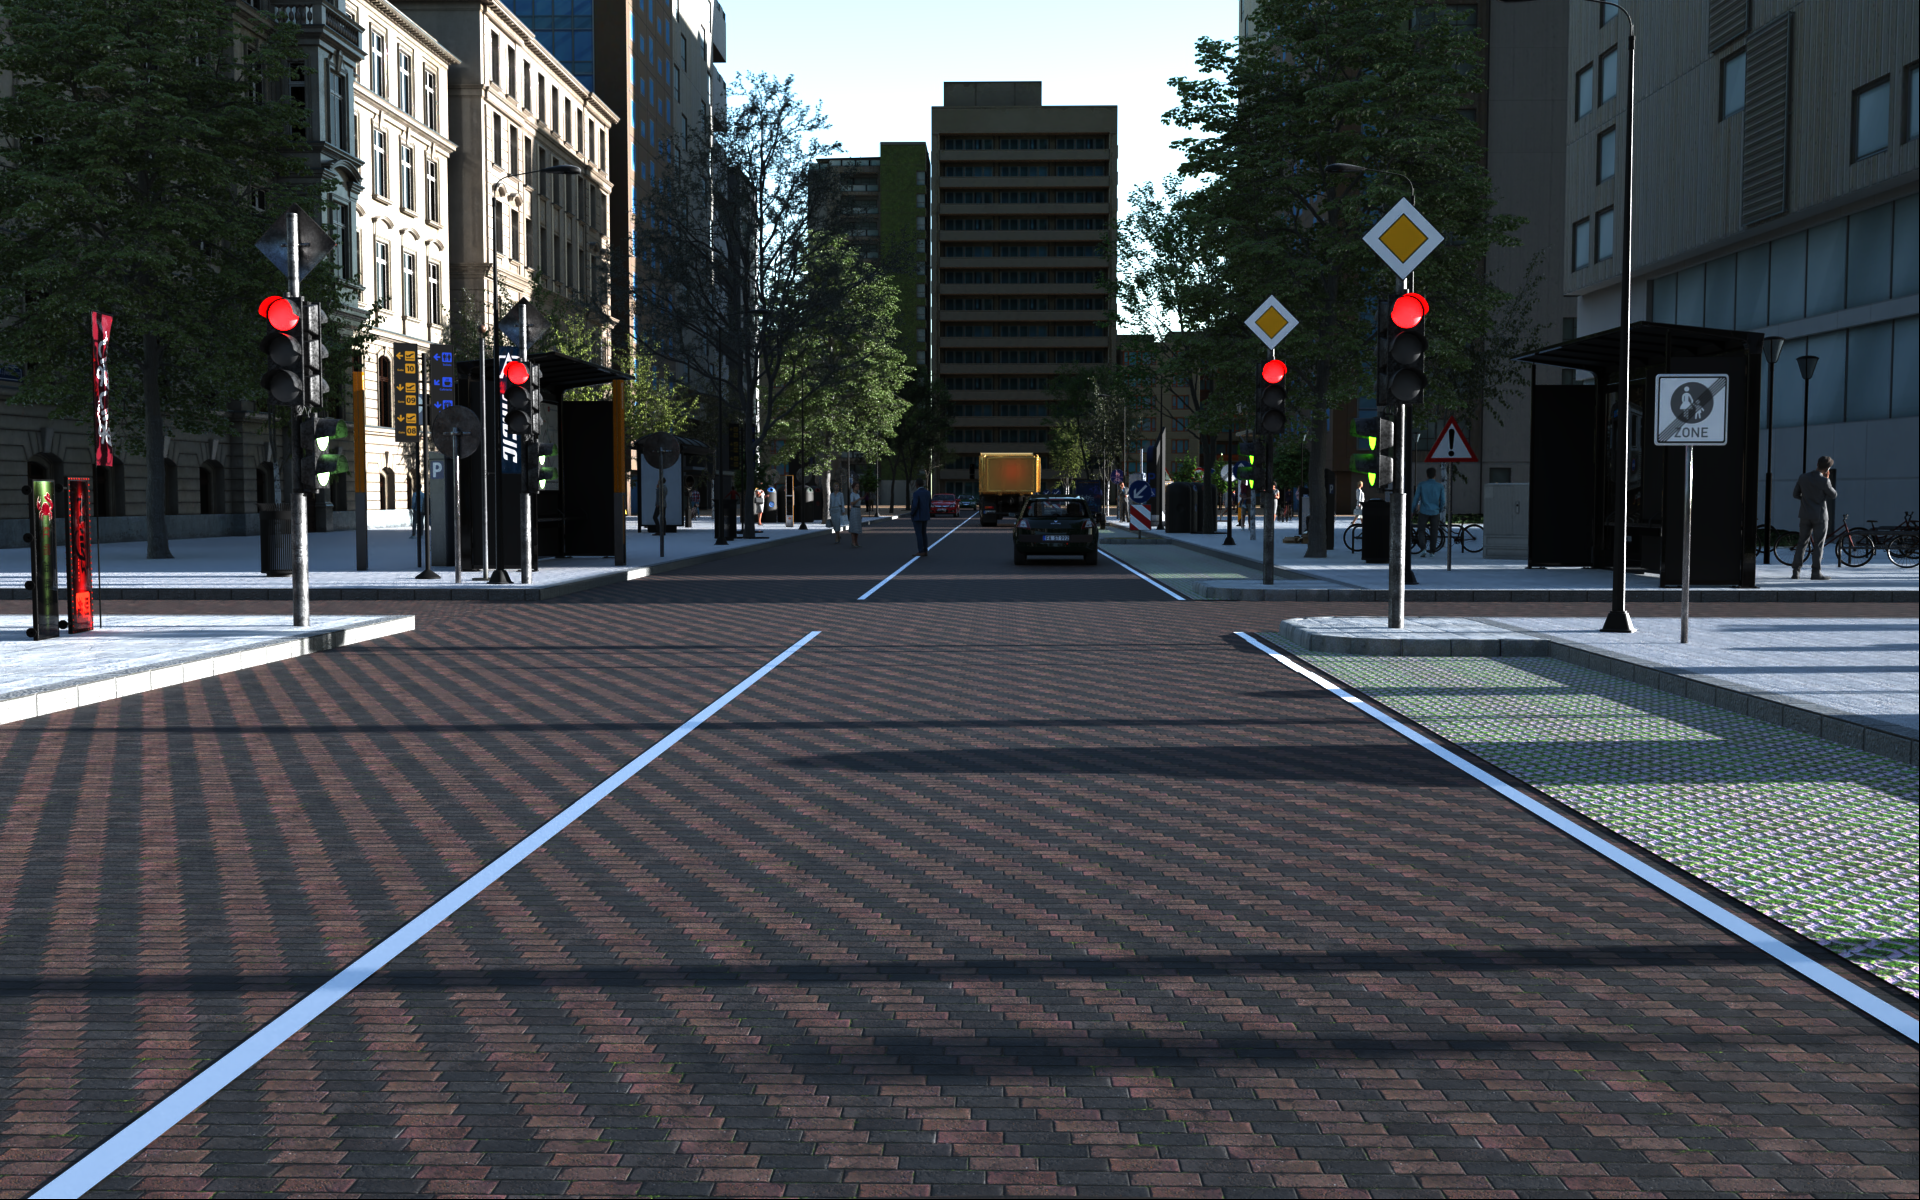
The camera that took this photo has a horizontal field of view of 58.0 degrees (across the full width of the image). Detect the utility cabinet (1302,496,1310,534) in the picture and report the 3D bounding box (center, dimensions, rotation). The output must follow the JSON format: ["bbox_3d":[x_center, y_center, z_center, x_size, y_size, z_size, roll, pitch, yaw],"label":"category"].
[{"bbox_3d":[10.336,-2.420,50.732,0.306,1.237,1.020,-1,4,-12],"label":"utility cabinet"}]

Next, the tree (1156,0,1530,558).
[{"bbox_3d":[7.628,-7.136,34.807,7.486,12.596,7.792,0,3,0],"label":"tree"}]

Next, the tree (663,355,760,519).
[{"bbox_3d":[-12.860,-8.432,88.220,4.360,8.622,3.978,0,3,0],"label":"tree"}]

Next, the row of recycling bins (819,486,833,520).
[{"bbox_3d":[-7.580,-4.807,85.699,1.069,1.692,3.534,2,4,34],"label":"row of recycling bins"}]

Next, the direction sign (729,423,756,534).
[{"bbox_3d":[-6.987,-3.890,55.598,0.876,3.537,0.379,-1,4,-23],"label":"direction sign"}]

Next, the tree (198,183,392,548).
[{"bbox_3d":[-15.998,-5.543,40.999,4.737,8.622,4.395,0,3,0],"label":"tree"}]

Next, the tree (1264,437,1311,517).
[{"bbox_3d":[18.603,-6.934,97.089,4.285,4.588,4.351,0,3,0],"label":"tree"}]

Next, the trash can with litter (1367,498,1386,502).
[{"bbox_3d":[11.123,-2.136,46.313,0.624,1.170,1.055,1,4,20],"label":"trash can with litter"}]

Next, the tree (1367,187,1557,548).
[{"bbox_3d":[11.832,-5.564,41.331,4.360,8.622,3.978,0,3,0],"label":"tree"}]

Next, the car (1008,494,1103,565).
[{"bbox_3d":[2.007,-1.627,36.392,2.009,1.686,4.222,0,4,3],"label":"car"}]

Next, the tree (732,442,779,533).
[{"bbox_3d":[-7.096,-3.838,57.347,1.663,3.219,1.824,0,3,0],"label":"tree"}]

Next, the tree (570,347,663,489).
[{"bbox_3d":[-17.336,-8.300,86.075,4.360,8.622,3.978,0,3,0],"label":"tree"}]

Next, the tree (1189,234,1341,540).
[{"bbox_3d":[8.445,-5.989,48.276,4.360,8.622,3.978,0,3,0],"label":"tree"}]

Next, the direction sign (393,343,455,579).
[{"bbox_3d":[-8.072,-2.090,26.170,0.876,3.537,0.379,-2,4,-27],"label":"direction sign"}]

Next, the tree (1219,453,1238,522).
[{"bbox_3d":[12.287,-5.268,80.729,1.663,3.219,1.824,0,3,0],"label":"tree"}]

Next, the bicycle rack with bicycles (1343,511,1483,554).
[{"bbox_3d":[9.676,-1.490,37.751,2.925,0.926,2.852,3,4,39],"label":"bicycle rack with bicycles"}]

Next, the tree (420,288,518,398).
[{"bbox_3d":[-16.890,-6.792,61.418,4.360,8.622,3.978,0,3,0],"label":"tree"}]

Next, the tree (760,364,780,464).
[{"bbox_3d":[-11.643,-8.904,95.936,4.360,8.622,3.978,0,3,0],"label":"tree"}]

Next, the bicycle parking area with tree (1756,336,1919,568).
[{"bbox_3d":[16.308,-2.859,33.751,8.231,4.147,9.016,-3,5,-44],"label":"bicycle parking area with tree"}]

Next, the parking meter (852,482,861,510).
[{"bbox_3d":[-5.121,-4.891,85.685,0.255,1.863,0.399,2,4,30],"label":"parking meter"}]

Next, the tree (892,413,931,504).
[{"bbox_3d":[-4.367,-12.634,156.933,4.737,8.622,4.395,0,3,0],"label":"tree"}]

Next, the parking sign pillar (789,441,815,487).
[{"bbox_3d":[-8.384,-6.354,92.354,1.447,3.967,1.447,-3,5,-40],"label":"parking sign pillar"}]

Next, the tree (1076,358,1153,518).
[{"bbox_3d":[8.445,-8.697,92.558,4.360,8.622,3.978,0,3,0],"label":"tree"}]

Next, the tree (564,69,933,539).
[{"bbox_3d":[-5.933,-8.511,49.529,12.009,13.543,11.850,0,3,0],"label":"tree"}]

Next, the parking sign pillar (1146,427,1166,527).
[{"bbox_3d":[7.806,-4.925,68.992,1.447,3.967,1.447,1,4,22],"label":"parking sign pillar"}]

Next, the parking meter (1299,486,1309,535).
[{"bbox_3d":[10.857,-2.821,54.533,0.372,1.533,0.369,0,3,0],"label":"parking meter"}]

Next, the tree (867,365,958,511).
[{"bbox_3d":[-3.992,-12.785,134.791,9.928,11.665,9.643,0,3,0],"label":"tree"}]

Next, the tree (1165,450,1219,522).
[{"bbox_3d":[10.030,-4.956,75.624,1.663,3.219,1.824,0,3,0],"label":"tree"}]

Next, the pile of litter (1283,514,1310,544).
[{"bbox_3d":[9.004,-1.903,45.075,1.176,0.858,1.719,0,4,2],"label":"pile of litter"}]

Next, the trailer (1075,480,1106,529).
[{"bbox_3d":[5.223,-3.914,71.044,1.471,1.999,3.904,0,4,3],"label":"trailer"}]

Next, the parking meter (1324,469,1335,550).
[{"bbox_3d":[8.439,-2.091,39.894,0.255,1.863,0.399,3,5,39],"label":"parking meter"}]

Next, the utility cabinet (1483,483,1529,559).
[{"bbox_3d":[10.918,-1.553,34.075,1.173,1.500,0.318,3,4,38],"label":"utility cabinet"}]

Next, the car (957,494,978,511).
[{"bbox_3d":[0.533,-8.572,151.945,2.131,1.459,4.920,0,4,0],"label":"car"}]

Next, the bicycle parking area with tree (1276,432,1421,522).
[{"bbox_3d":[18.678,-5.755,81.102,8.231,4.147,9.016,2,4,24],"label":"bicycle parking area with tree"}]

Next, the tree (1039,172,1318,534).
[{"bbox_3d":[7.996,-7.943,55.625,9.928,11.665,9.643,0,3,0],"label":"tree"}]

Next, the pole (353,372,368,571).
[{"bbox_3d":[-10.040,-2.150,28.998,0.158,3.312,0.155,0,3,0],"label":"pole"}]

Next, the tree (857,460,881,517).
[{"bbox_3d":[-5.036,-6.233,96.503,1.663,3.219,1.824,0,3,0],"label":"tree"}]

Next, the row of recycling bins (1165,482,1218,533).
[{"bbox_3d":[7.789,-3.143,58.493,1.069,1.692,3.534,2,4,27],"label":"row of recycling bins"}]

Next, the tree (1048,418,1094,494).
[{"bbox_3d":[10.300,-13.291,167.668,4.737,8.622,4.395,0,3,0],"label":"tree"}]

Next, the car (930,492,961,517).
[{"bbox_3d":[-0.996,-6.078,108.413,2.155,1.783,4.494,0,4,3],"label":"car"}]

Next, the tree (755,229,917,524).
[{"bbox_3d":[-5.385,-9.537,74.051,7.486,12.596,7.792,0,3,0],"label":"tree"}]

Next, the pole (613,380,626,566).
[{"bbox_3d":[-6.093,-2.271,30.982,0.158,3.312,0.155,0,3,0],"label":"pole"}]

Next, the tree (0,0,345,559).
[{"bbox_3d":[-15.857,-7.067,33.680,7.486,12.596,7.792,0,3,0],"label":"tree"}]

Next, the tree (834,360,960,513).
[{"bbox_3d":[-4.513,-11.098,115.872,8.767,10.594,7.601,-1,4,-22],"label":"tree"}]

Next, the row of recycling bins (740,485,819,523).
[{"bbox_3d":[-8.286,-4.349,78.215,3.534,1.692,1.069,-2,4,-32],"label":"row of recycling bins"}]

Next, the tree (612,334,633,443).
[{"bbox_3d":[-15.670,-7.236,68.670,4.737,8.622,4.395,0,3,0],"label":"tree"}]

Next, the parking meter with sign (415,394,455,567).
[{"bbox_3d":[-9.069,-2.123,30.966,0.543,3.016,1.738,2,4,29],"label":"parking meter with sign"}]

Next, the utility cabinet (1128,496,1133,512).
[{"bbox_3d":[9.508,-5.228,96.635,0.306,1.237,1.020,0,4,7],"label":"utility cabinet"}]
